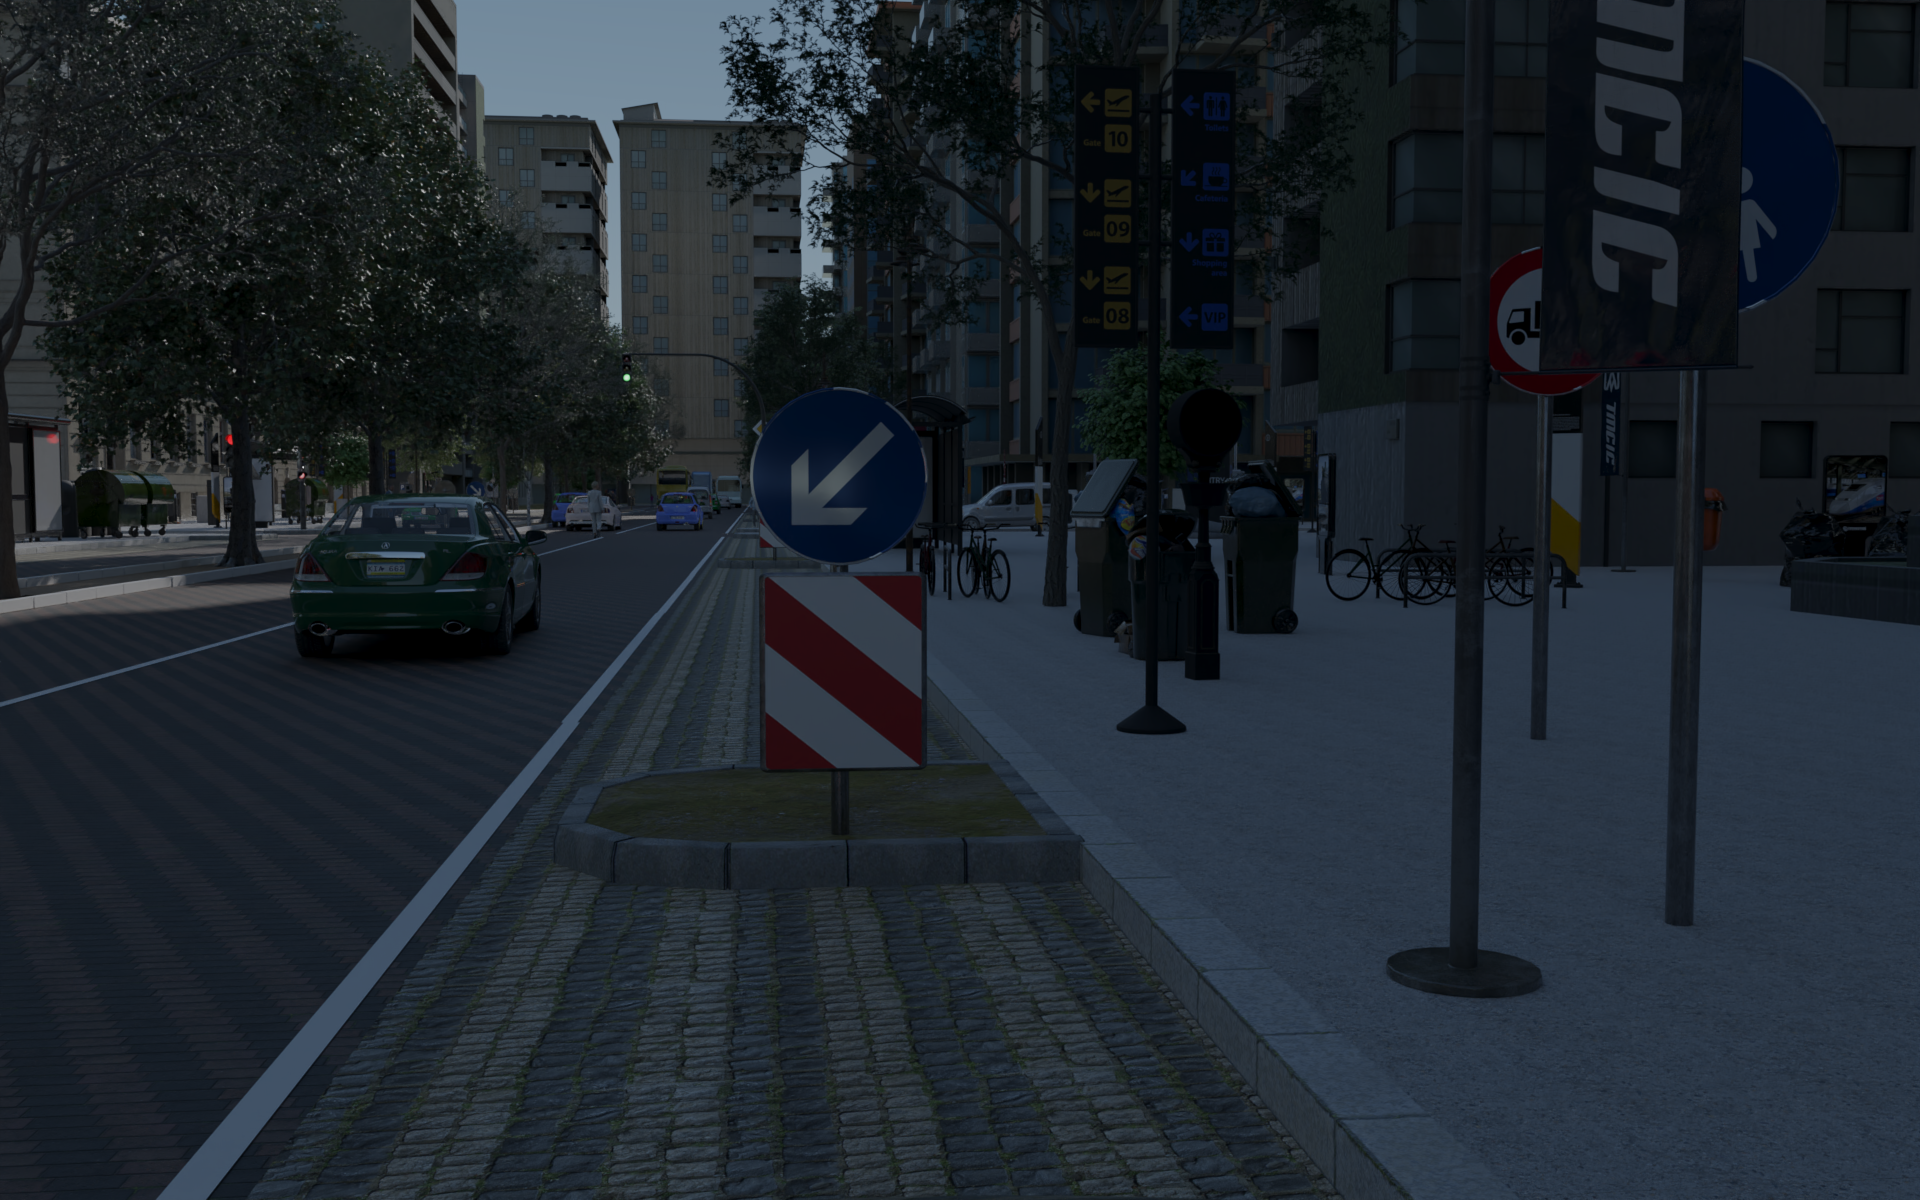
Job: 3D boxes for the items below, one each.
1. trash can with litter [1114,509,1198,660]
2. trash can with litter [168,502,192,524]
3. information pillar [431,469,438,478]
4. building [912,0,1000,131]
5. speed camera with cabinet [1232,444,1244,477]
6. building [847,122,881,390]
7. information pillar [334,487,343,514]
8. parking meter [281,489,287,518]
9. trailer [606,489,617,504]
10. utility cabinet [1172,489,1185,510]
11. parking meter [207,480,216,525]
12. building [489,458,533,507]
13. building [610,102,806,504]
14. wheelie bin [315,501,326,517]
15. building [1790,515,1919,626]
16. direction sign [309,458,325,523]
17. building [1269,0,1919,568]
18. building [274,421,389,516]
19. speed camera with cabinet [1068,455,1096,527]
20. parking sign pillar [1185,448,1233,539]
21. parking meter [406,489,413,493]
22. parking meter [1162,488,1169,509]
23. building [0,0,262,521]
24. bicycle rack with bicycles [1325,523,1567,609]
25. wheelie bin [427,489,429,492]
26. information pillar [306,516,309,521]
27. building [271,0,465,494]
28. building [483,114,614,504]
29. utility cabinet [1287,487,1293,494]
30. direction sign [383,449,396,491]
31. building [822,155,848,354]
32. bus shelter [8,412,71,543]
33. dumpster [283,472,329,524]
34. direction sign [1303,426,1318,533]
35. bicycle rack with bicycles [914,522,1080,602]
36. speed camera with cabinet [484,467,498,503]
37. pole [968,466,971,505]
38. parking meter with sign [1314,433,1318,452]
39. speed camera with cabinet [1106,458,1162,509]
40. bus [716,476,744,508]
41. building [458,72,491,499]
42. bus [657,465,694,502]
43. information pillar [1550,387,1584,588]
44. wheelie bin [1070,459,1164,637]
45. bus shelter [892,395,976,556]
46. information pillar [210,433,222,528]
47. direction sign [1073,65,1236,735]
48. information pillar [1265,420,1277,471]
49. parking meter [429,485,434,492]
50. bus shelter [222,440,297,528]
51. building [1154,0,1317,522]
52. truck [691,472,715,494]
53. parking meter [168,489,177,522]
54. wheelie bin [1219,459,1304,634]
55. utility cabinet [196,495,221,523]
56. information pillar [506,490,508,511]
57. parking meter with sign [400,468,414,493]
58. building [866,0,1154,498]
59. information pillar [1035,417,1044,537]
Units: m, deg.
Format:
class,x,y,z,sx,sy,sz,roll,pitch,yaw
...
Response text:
class,x,y,z,sx,sy,sz,roll,pitch,yaw
trash can with litter,1.465,-0.138,13.648,0.624,1.170,1.055,-1,4,-14
trash can with litter,-34.295,-3.863,74.219,2.233,1.210,1.678,0,4,-2
information pillar,-39.557,-8.511,130.503,0.504,3.616,0.183,-1,4,-21
building,8.289,-30.959,125.787,23.786,49.044,30.456,0,4,-7
speed camera with cabinet,11.131,-4.378,65.919,2.038,3.252,0.660,0,4,-1
building,-5.783,-33.698,201.068,14.600,45.320,14.200,0,4,-7
information pillar,-33.110,-6.166,92.161,0.183,3.616,0.504,3,5,40
parking meter,-36.213,-5.167,92.890,0.372,1.533,0.369,0,3,0
trailer,-38.926,-11.398,193.409,1.471,1.999,3.904,0,4,-6
utility cabinet,9.336,-3.821,71.159,1.173,1.500,0.318,2,4,27
parking meter,-30.750,-4.009,71.258,0.255,1.863,0.399,1,4,15
building,-63.279,-21.039,189.020,28.899,21.520,27.650,0,4,-7
building,-33.237,-39.957,242.528,27.495,52.752,28.713,0,4,-7
wheelie bin,-35.832,-5.438,96.827,0.980,1.594,0.693,-3,5,-42
building,19.946,-28.466,7.418,21.231,58.520,28.212,0,4,-7
direction sign,-28.317,-5.155,76.289,0.876,3.537,0.379,2,4,25
building,13.910,-16.219,36.876,14.160,30.474,14.107,0,4,-7
building,-47.393,-18.156,115.943,14.460,24.649,34.723,0,4,-7
speed camera with cabinet,4.633,-4.507,68.030,2.038,3.252,0.660,0,4,-2
parking sign pillar,7.199,-3.767,50.070,1.447,3.967,1.447,1,4,21
parking meter,-30.432,-5.340,95.713,0.372,1.533,0.369,0,3,0
parking meter,8.663,-3.973,73.370,0.372,1.533,0.369,0,3,0
building,-44.782,-15.248,82.581,16.112,22.955,30.059,0,4,-7
bicycle rack with bicycles,5.808,-0.434,20.483,2.925,0.926,2.852,0,4,5
wheelie bin,-34.838,-6.515,114.424,0.980,1.594,0.693,-1,4,-8
information pillar,-30.902,-5.509,81.420,0.183,3.616,0.504,1,4,17
building,-54.511,-31.877,144.898,21.300,48.544,21.600,0,4,-7
building,-60.578,-39.779,239.622,27.495,52.752,28.713,0,4,-7
utility cabinet,10.145,-2.878,55.739,1.173,1.500,0.318,-2,4,-28
direction sign,-28.950,-5.842,87.513,0.876,3.537,0.379,-1,4,-22
building,-4.115,-38.155,243.445,30.456,49.044,23.786,0,4,-7
bus shelter,-25.068,-4.013,43.245,2.179,5.291,8.768,0,4,-6
dumpster,-27.997,-4.380,74.103,1.502,2.255,1.985,0,4,-7
direction sign,11.716,-4.005,57.473,0.379,3.537,0.876,-2,4,-33
bicycle rack with bicycles,0.595,-0.507,21.675,2.852,0.926,2.925,0,4,-1
speed camera with cabinet,-34.465,-8.007,125.250,2.038,3.252,0.660,1,4,12
pole,0.577,-7.017,108.567,0.158,3.312,0.155,0,3,0
parking meter with sign,10.834,-3.223,48.965,0.543,3.016,1.738,-2,4,-34
speed camera with cabinet,4.153,-2.884,41.482,0.660,3.252,2.038,2,4,32
bus,-24.359,-11.511,183.063,2.948,3.499,13.247,0,4,-7
building,-52.779,-29.337,163.250,14.154,41.232,14.086,0,4,-7
bus,-24.298,-9.541,147.548,2.896,3.916,12.252,0,4,-7
information pillar,8.283,-1.978,23.702,0.504,3.616,0.183,3,4,37
wheelie bin,1.435,-0.483,15.812,0.693,1.594,0.980,-2,4,-26
bus shelter,-0.982,-2.703,38.114,2.014,3.302,5.546,0,4,-6
information pillar,-28.284,-4.553,65.804,0.183,3.616,0.504,0,4,4
direction sign,1.040,-1.059,9.305,0.876,3.537,0.379,-1,4,-9
information pillar,9.791,-3.872,54.668,0.183,3.616,0.504,-2,4,-31
parking meter,-33.966,-6.461,111.347,0.255,1.863,0.399,-2,4,-35
bus shelter,-26.972,-4.518,67.787,2.014,3.302,5.546,0,4,-6
building,14.818,-26.389,86.079,28.867,44.769,22.147,0,4,-7
truck,-30.493,-12.976,201.911,2.967,4.110,18.799,0,4,-5
parking meter,-35.214,-4.221,77.431,0.372,1.533,0.369,0,3,0
wheelie bin,2.777,-0.499,16.068,0.693,1.594,0.980,0,4,-5
utility cabinet,-33.570,-4.049,77.369,1.020,1.237,0.306,1,4,11
information pillar,-34.741,-7.819,132.336,0.304,2.012,0.304,-1,4,-19
parking meter with sign,-34.850,-6.887,108.868,0.543,3.016,1.738,1,4,22
building,2.985,-30.648,155.726,22.147,44.769,28.867,0,4,-7
information pillar,2.380,-3.720,52.177,0.183,3.616,0.504,1,4,21
